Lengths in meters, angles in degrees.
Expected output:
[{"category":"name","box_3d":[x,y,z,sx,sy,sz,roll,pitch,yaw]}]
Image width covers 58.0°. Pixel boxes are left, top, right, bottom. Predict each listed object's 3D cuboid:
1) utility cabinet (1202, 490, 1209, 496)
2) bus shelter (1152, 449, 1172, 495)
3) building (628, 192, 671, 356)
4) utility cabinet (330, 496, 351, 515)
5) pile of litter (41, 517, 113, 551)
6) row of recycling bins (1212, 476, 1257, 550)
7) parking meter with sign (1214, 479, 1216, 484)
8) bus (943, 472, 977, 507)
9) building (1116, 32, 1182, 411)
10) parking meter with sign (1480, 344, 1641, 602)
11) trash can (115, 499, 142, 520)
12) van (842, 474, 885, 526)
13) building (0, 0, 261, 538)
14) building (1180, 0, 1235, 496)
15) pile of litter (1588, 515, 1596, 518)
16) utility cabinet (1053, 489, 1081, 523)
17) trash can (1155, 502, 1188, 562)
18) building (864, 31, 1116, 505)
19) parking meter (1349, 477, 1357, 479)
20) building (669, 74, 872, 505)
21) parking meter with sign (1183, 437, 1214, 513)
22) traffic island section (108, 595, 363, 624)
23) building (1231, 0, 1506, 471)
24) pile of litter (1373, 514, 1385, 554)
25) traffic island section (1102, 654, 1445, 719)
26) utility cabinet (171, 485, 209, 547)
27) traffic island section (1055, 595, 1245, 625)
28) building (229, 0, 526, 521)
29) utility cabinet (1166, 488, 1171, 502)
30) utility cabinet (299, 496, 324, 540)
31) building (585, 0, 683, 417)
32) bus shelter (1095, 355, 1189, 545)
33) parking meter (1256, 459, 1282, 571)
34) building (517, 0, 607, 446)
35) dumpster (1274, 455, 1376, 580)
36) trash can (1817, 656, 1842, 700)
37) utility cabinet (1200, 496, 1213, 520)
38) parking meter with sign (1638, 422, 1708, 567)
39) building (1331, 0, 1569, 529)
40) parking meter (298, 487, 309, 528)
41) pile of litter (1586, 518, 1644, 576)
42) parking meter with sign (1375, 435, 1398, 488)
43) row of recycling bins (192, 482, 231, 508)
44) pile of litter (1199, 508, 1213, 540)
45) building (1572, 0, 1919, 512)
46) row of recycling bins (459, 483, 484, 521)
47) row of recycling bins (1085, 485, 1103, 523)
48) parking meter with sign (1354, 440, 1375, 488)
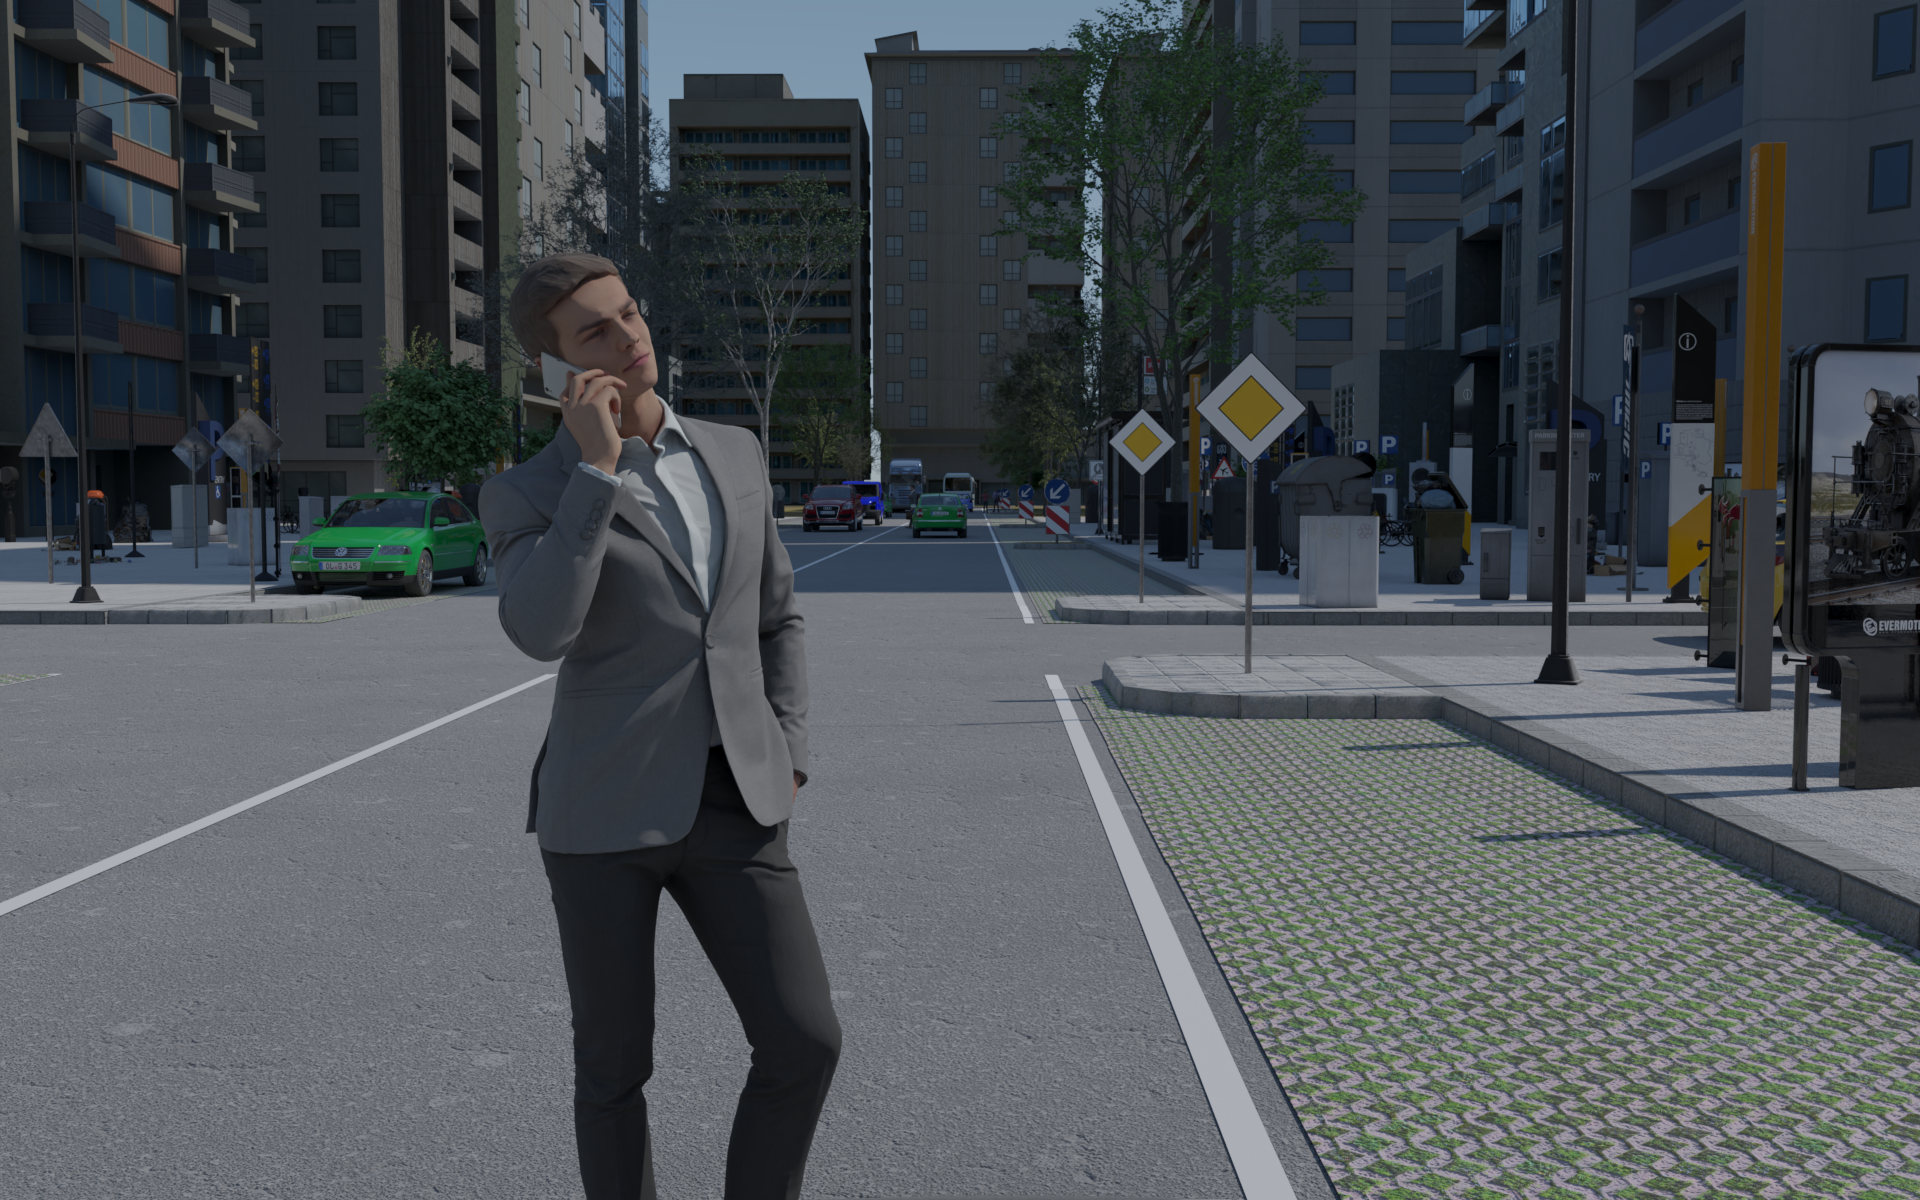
[{"category":"utility cabinet","box_3d":[13.604,-5.295,95.254,0.318,1.500,1.173,2,4,26]},{"category":"bus shelter","box_3d":[7.434,-4.652,67.347,1.731,3.624,6.357,0,4,0]},{"category":"building","box_3d":[-44.421,-31.681,209.863,23.993,40.220,32.217,0,4,1]},{"category":"utility cabinet","box_3d":[-18.913,-2.594,53.574,1.020,1.237,0.306,-1,4,-16]},{"category":"pile of litter","box_3d":[-20.171,-1.567,39.587,1.176,0.858,1.719,3,5,40]},{"category":"row of recycling bins","box_3d":[6.584,-2.099,41.432,1.069,1.692,3.534,1,4,14]},{"category":"parking meter with sign","box_3d":[13.128,-5.646,88.576,1.738,3.016,0.543,-3,5,-39]},{"category":"bus","box_3d":[-0.032,-10.028,158.810,2.948,3.499,13.247,0,4,1]},{"category":"building","box_3d":[30.795,-37.767,206.736,27.495,52.752,28.713,0,4,1]},{"category":"parking meter with sign","box_3d":[7.158,-1.497,20.743,1.738,3.016,0.543,1,4,19]},{"category":"trash can","box_3d":[-24.616,-2.426,51.317,0.748,1.137,0.748,0,3,0]},{"category":"van","box_3d":[-4.556,-4.631,80.106,2.240,2.365,5.245,0,4,-1]},{"category":"building","box_3d":[-37.101,-24.573,56.400,22.147,44.769,28.867,0,4,1]},{"category":"building","box_3d":[30.477,-31.940,145.913,21.300,48.544,21.600,0,4,1]},{"category":"pile of litter","box_3d":[13.059,-1.391,36.701,1.176,0.858,1.719,1,4,19]},{"category":"utility cabinet","box_3d":[4.604,-4.026,74.497,1.173,1.500,0.318,0,4,6]},{"category":"trash can","box_3d":[4.073,-1.306,33.001,0.748,1.137,0.748,0,3,0]},{"category":"building","box_3d":[3.297,-37.751,206.469,27.495,52.752,28.713,0,4,1]},{"category":"parking meter","box_3d":[6.139,-1.348,27.753,0.399,1.863,0.255,-2,4,-24]},{"category":"building","box_3d":[-21.662,-35.471,203.657,21.600,48.544,21.300,0,4,1]},{"category":"parking meter with sign","box_3d":[6.976,-3.520,53.814,0.543,3.016,1.738,-3,4,-39]},{"category":"traffic island section","box_3d":[-8.386,0.109,20.491,2.009,0.180,2.903,0,4,1]},{"category":"building","box_3d":[29.678,-35.355,120.061,21.231,58.520,28.212,0,4,1]},{"category":"pile of litter","box_3d":[8.679,-1.448,37.632,1.176,0.858,1.719,1,4,22]},{"category":"traffic island section","box_3d":[2.081,0.604,12.404,2.009,0.180,2.903,0,4,1]},{"category":"utility cabinet","box_3d":[-18.455,-2.006,41.476,0.318,1.500,1.173,0,4,3]},{"category":"traffic island section","box_3d":[2.155,0.116,20.389,2.009,0.180,2.903,0,4,1]},{"category":"building","box_3d":[-30.524,-19.236,86.209,14.160,30.474,14.107,0,4,1]},{"category":"utility cabinet","box_3d":[7.986,-3.334,63.183,1.173,1.500,0.318,-3,5,-43]},{"category":"utility cabinet","box_3d":[-16.819,-2.067,44.955,0.306,1.237,1.020,0,4,-1]},{"category":"building","box_3d":[-38.890,-50.915,145.128,31.000,86.520,22.319,0,4,1]},{"category":"bus shelter","box_3d":[4.918,-4.291,47.797,2.179,5.291,8.768,0,4,1]},{"category":"parking meter","box_3d":[5.174,-1.424,28.986,0.399,1.863,0.255,-3,4,-38]},{"category":"building","box_3d":[-37.924,-31.773,108.730,28.713,52.752,27.495,0,4,1]},{"category":"dumpster","box_3d":[5.604,-1.274,26.591,1.264,1.857,1.865,0,4,1]},{"category":"trash can","box_3d":[5.704,0.052,10.811,0.748,1.137,0.748,0,3,0]},{"category":"utility cabinet","box_3d":[9.577,-3.556,69.300,1.020,1.237,0.306,1,4,23]},{"category":"parking meter with sign","box_3d":[12.397,-2.095,30.515,1.738,3.016,0.543,-1,4,-13]},{"category":"building","box_3d":[29.797,-46.308,69.808,22.319,86.520,31.000,0,4,1]},{"category":"parking meter","box_3d":[-24.502,-3.441,64.670,0.372,1.533,0.369,0,3,0]},{"category":"pile of litter","box_3d":[10.104,-0.828,27.502,1.719,0.858,1.176,-1,4,-8]},{"category":"parking meter with sign","box_3d":[12.546,-3.334,50.767,0.543,3.016,1.738,1,4,14]},{"category":"row of recycling bins","box_3d":[-24.118,-2.981,55.848,1.069,1.692,3.534,-1,4,-11]},{"category":"pile of litter","box_3d":[7.266,-2.127,48.740,1.719,0.858,1.176,-2,4,-32]},{"category":"building","box_3d":[63.950,-36.886,145.080,28.212,58.520,21.231,0,4,1]},{"category":"row of recycling bins","box_3d":[-17.455,-3.537,64.940,1.069,1.692,3.534,2,4,25]},{"category":"row of recycling bins","box_3d":[7.306,-4.274,76.992,3.534,1.692,1.069,-1,4,-15]},{"category":"parking meter with sign","box_3d":[13.569,-3.691,56.606,0.543,3.016,1.738,3,5,44]}]
